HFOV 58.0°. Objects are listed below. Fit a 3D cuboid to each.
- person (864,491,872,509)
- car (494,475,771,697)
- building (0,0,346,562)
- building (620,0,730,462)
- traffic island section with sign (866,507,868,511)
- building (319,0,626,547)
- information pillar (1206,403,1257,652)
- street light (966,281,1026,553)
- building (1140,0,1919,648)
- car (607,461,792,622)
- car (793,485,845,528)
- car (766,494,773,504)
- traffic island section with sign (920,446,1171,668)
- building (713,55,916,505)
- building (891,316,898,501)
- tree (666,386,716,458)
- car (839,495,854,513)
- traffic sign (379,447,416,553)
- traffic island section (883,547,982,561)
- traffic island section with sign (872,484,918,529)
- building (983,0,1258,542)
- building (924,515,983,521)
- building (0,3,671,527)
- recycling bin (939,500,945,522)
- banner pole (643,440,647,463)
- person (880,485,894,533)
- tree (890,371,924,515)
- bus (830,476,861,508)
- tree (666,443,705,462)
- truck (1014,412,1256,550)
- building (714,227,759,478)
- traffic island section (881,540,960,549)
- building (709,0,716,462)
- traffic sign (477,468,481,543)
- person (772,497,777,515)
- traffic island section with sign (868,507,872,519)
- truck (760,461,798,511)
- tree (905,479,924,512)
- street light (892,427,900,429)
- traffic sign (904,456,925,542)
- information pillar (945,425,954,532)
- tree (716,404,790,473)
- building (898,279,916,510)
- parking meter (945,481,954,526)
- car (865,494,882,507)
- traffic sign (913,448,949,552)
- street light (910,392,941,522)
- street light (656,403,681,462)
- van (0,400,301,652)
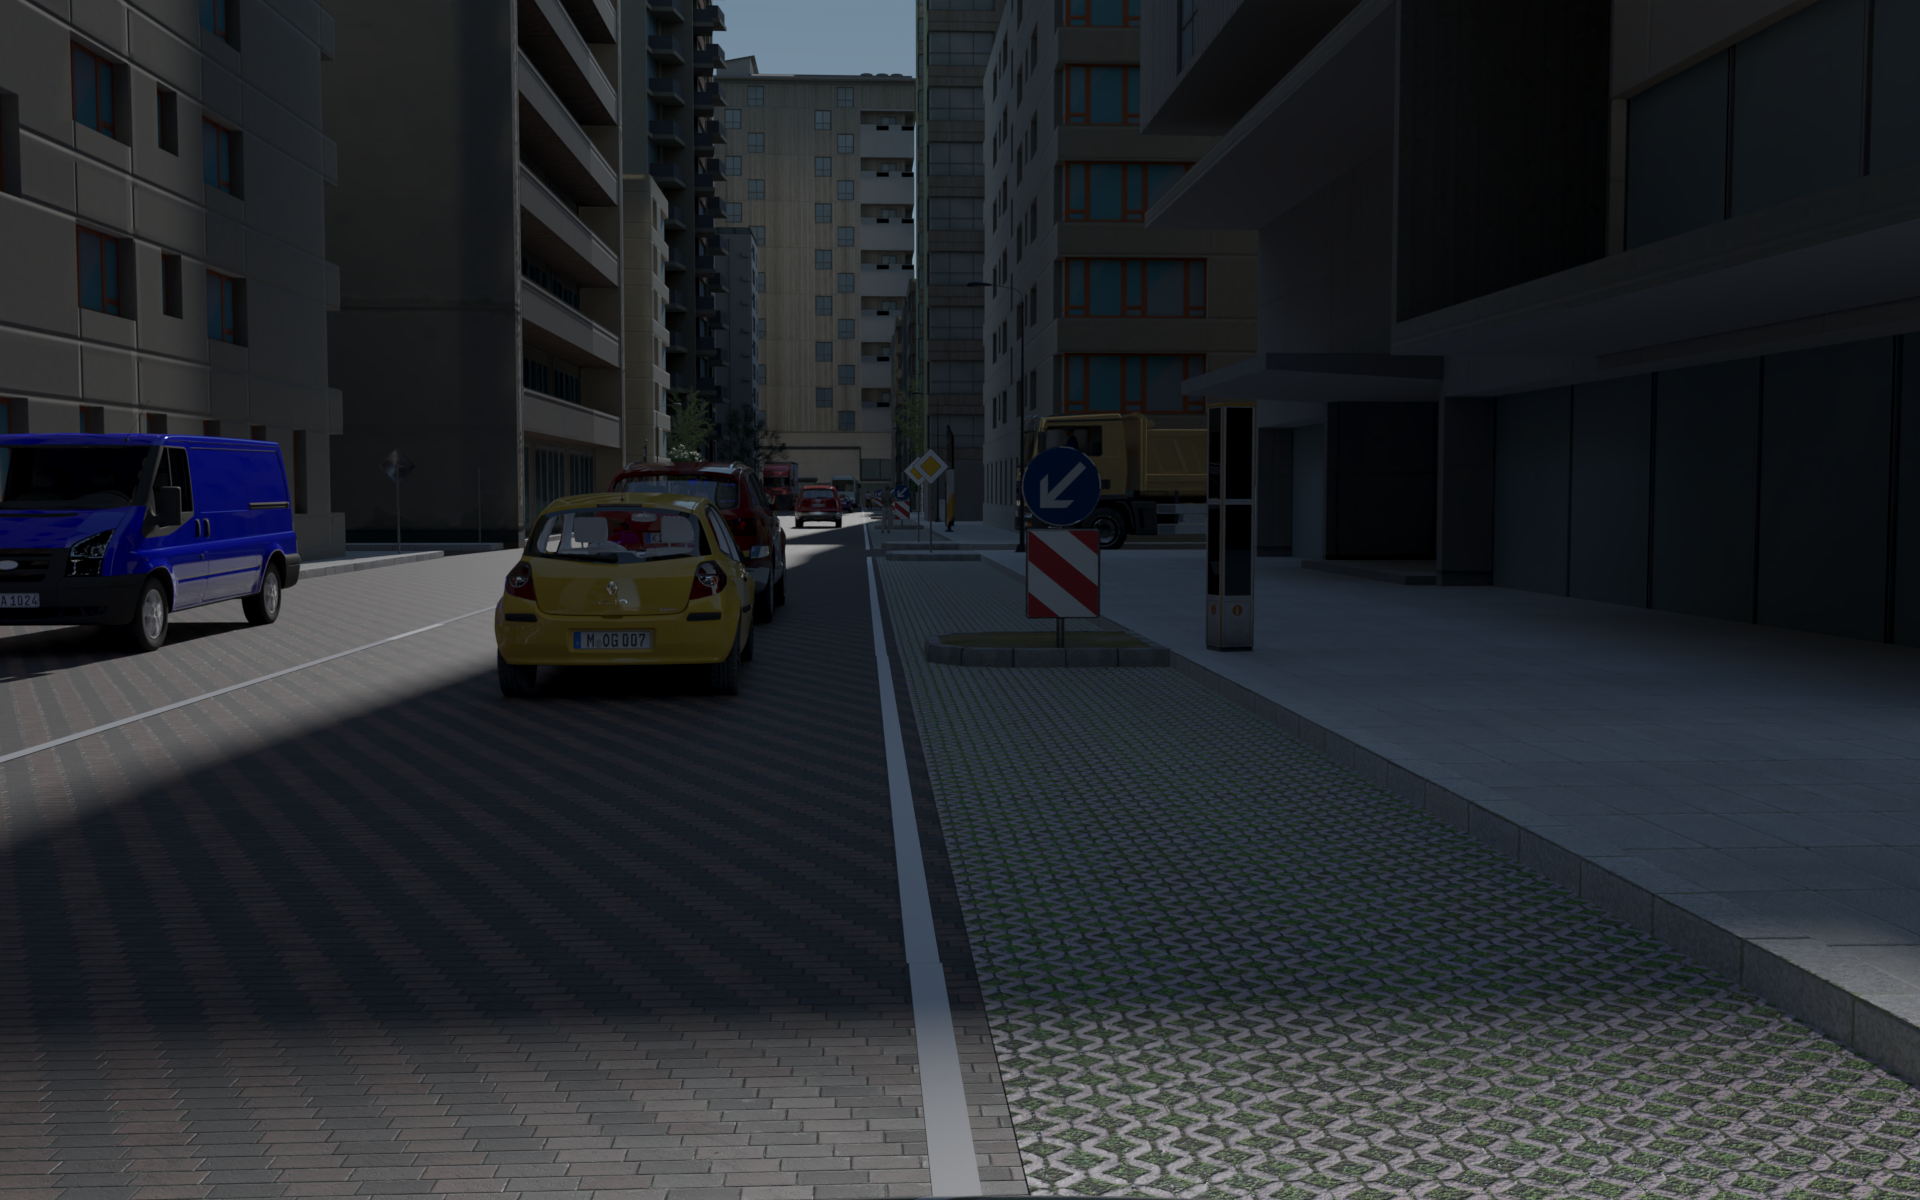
[{"bbox_3d":[-7.959,-8.653,150.917,0.756,1.711,0.436,1,4,21],"label":"person"},{"bbox_3d":[-2.529,-0.214,13.727,2.015,1.641,3.980,0,4,-5],"label":"car"},{"bbox_3d":[-26.253,-10.720,20.308,28.899,21.520,27.650,0,4,-3],"label":"building"},{"bbox_3d":[-29.546,-29.287,133.471,22.147,44.769,28.867,0,4,-3],"label":"building"},{"bbox_3d":[-6.943,-8.549,148.396,1.989,1.847,2.006,0,4,-3],"label":"traffic island section with sign"},{"bbox_3d":[-22.812,-26.307,53.825,21.300,48.544,21.600,0,4,-3],"label":"building"},{"bbox_3d":[2.213,-0.592,14.171,0.304,2.012,0.304,-1,4,-16],"label":"information pillar"},{"bbox_3d":[0.828,-4.002,37.970,1.470,5.913,1.316,0,4,-3],"label":"street light"},{"bbox_3d":[17.807,-26.491,22.359,28.713,52.752,27.495,0,4,-3],"label":"building"},{"bbox_3d":[-3.191,-0.747,20.885,2.281,1.827,5.304,0,4,-3],"label":"car"},{"bbox_3d":[-6.165,-4.104,75.767,2.281,1.827,5.304,0,4,-4],"label":"car"},{"bbox_3d":[-15.611,-7.718,136.409,2.015,1.641,3.980,0,4,-4],"label":"car"},{"bbox_3d":[0.696,-0.398,15.137,1.989,1.847,2.006,0,4,-3],"label":"traffic island section with sign"},{"bbox_3d":[-16.850,-38.439,217.716,27.495,52.752,28.713,0,4,-3],"label":"building"},{"bbox_3d":[6.764,-20.711,183.662,27.650,21.520,28.899,0,4,-3],"label":"building"},{"bbox_3d":[-18.603,-10.196,117.075,4.737,8.622,4.395,0,3,0],"label":"tree"},{"bbox_3d":[-8.947,-7.175,129.892,1.945,1.354,3.894,0,4,-5],"label":"car"},{"bbox_3d":[-12.121,-2.063,37.367,0.795,2.450,0.064,0,4,-3],"label":"traffic sign"},{"bbox_3d":[-0.621,-0.966,38.081,2.009,0.180,2.903,0,4,-3],"label":"traffic island section"},{"bbox_3d":[-2.486,-3.791,70.612,1.989,1.847,2.006,0,4,-3],"label":"traffic island section with sign"},{"bbox_3d":[16.188,-13.130,59.707,28.899,21.520,27.650,0,4,-3],"label":"building"},{"bbox_3d":[5.119,-24.690,87.282,14.154,41.232,14.086,0,4,-3],"label":"building"},{"bbox_3d":[-30.209,-14.828,87.469,27.650,21.520,28.899,0,4,-3],"label":"building"},{"bbox_3d":[-0.677,-4.150,80.408,0.722,1.027,0.722,-1,4,-8],"label":"recycling bin"},{"bbox_3d":[-14.500,-5.493,79.834,0.401,3.779,0.863,0,4,1],"label":"banner pole"},{"bbox_3d":[-2.631,-3.317,63.289,0.519,1.759,0.362,1,4,17],"label":"person"},{"bbox_3d":[-2.061,-9.423,104.421,4.737,8.622,4.395,0,3,0],"label":"tree"},{"bbox_3d":[-12.141,-11.553,183.751,2.948,3.499,13.247,0,4,-1],"label":"bus"},{"bbox_3d":[-17.738,-7.773,110.805,4.285,4.588,4.351,0,3,0],"label":"tree"},{"bbox_3d":[5.430,-2.843,42.409,9.791,3.379,3.469,0,4,-5],"label":"truck"},{"bbox_3d":[-29.103,-25.503,188.668,14.107,30.474,14.160,0,4,-3],"label":"building"},{"bbox_3d":[-1.078,-1.454,46.053,2.009,0.180,2.903,0,4,-3],"label":"traffic island section"},{"bbox_3d":[-30.819,-43.981,157.340,20.563,71.187,20.611,0,4,-3],"label":"building"},{"bbox_3d":[-12.578,-2.550,45.339,0.795,2.450,0.064,0,4,-3],"label":"traffic sign"},{"bbox_3d":[-9.177,-4.472,85.865,0.306,1.304,0.590,1,4,10],"label":"person"},{"bbox_3d":[-4.032,-5.440,97.574,1.989,1.847,2.006,0,4,-3],"label":"traffic island section with sign"},{"bbox_3d":[-15.678,-9.928,151.232,2.839,4.237,11.283,0,4,-2],"label":"truck"},{"bbox_3d":[-2.823,-7.911,123.947,1.663,3.219,1.824,0,3,0],"label":"tree"},{"bbox_3d":[-3.997,-9.062,120.701,1.470,5.913,1.316,0,4,-3],"label":"street light"},{"bbox_3d":[-1.102,-2.589,45.975,0.795,2.450,0.064,0,4,-3],"label":"traffic sign"},{"bbox_3d":[-0.331,-4.106,58.494,0.183,3.616,0.504,-1,4,-22],"label":"information pillar"},{"bbox_3d":[-21.113,-14.643,173.819,8.767,10.594,7.601,0,4,1],"label":"tree"},{"bbox_3d":[8.926,-18.917,154.330,27.650,21.520,28.899,0,4,-3],"label":"building"},{"bbox_3d":[-0.411,-3.873,69.037,0.255,1.863,0.399,2,4,24],"label":"parking meter"},{"bbox_3d":[-9.047,-10.467,181.362,2.015,1.641,3.980,0,4,-4],"label":"car"},{"bbox_3d":[-0.644,-2.102,38.003,0.795,2.450,0.064,0,4,-3],"label":"traffic sign"},{"bbox_3d":[-1.541,-6.500,78.822,1.470,5.913,1.316,0,4,-3],"label":"street light"},{"bbox_3d":[-14.972,-7.111,88.799,1.470,5.913,1.316,0,4,-3],"label":"street light"},{"bbox_3d":[-8.394,-0.797,17.418,2.240,2.365,5.245,0,4,-5],"label":"van"}]
